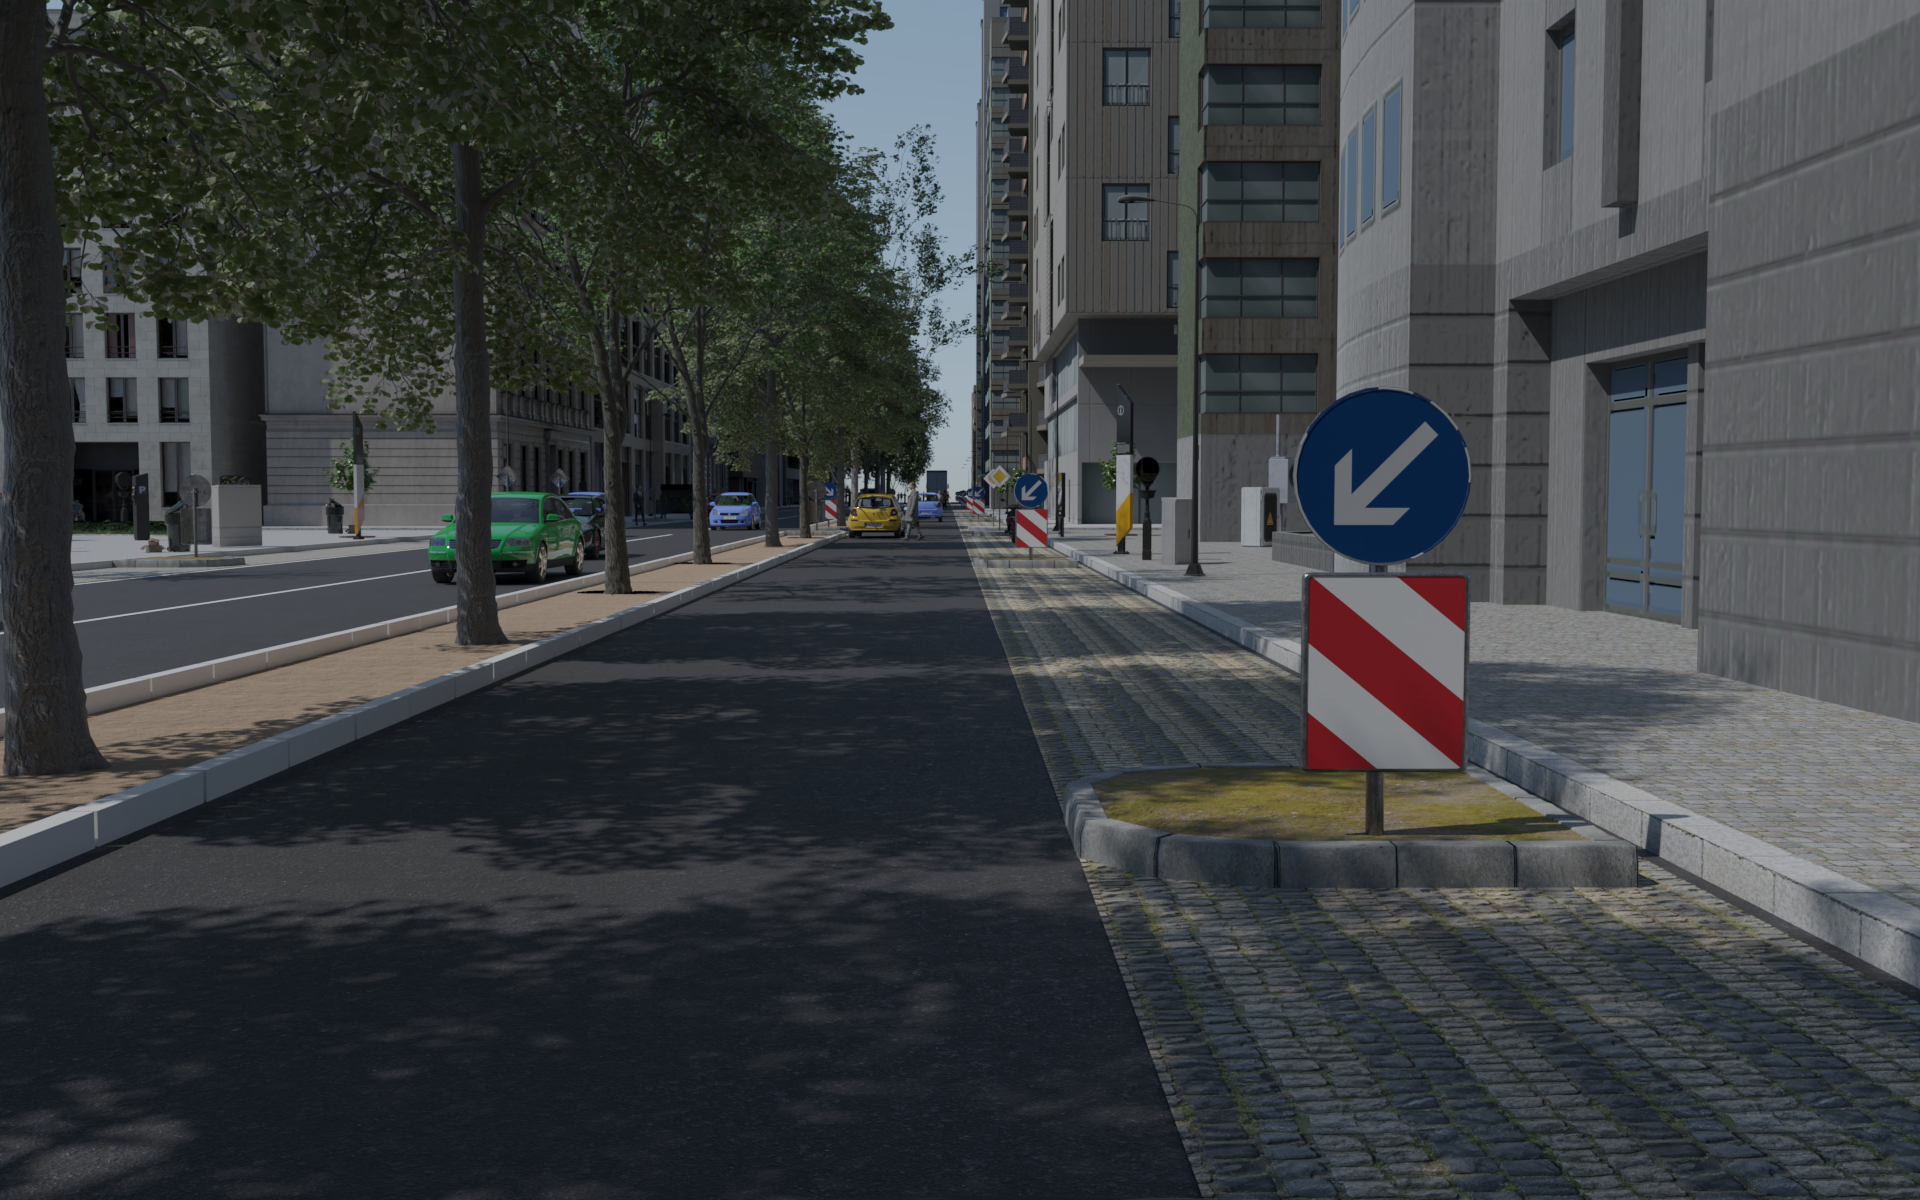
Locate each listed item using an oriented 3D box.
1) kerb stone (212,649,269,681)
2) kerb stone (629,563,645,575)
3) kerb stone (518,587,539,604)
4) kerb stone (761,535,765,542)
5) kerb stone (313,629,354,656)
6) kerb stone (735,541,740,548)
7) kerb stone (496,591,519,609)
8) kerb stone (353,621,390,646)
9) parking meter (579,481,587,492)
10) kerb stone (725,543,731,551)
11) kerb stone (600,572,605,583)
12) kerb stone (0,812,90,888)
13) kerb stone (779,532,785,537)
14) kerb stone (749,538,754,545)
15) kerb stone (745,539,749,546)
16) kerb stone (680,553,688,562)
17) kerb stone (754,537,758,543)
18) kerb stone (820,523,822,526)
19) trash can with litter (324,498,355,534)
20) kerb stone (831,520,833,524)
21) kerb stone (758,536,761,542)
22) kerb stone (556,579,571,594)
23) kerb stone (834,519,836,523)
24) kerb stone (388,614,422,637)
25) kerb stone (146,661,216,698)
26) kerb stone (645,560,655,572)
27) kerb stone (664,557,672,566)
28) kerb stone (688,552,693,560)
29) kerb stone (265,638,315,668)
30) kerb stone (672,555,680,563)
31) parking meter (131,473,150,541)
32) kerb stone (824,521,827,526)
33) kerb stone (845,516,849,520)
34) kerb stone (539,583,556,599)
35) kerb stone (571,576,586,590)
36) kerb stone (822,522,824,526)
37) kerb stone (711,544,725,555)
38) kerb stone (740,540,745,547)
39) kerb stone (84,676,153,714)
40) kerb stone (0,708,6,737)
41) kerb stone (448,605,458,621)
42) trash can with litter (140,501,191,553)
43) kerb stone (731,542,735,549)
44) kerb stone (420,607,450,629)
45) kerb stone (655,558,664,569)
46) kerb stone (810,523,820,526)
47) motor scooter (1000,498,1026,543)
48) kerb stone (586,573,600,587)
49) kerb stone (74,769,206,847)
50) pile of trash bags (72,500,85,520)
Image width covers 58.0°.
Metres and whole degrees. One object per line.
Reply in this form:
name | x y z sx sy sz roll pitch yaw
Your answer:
kerb stone | -5.707 0.525 13.610 0.120 0.150 1.000 0 4 0
kerb stone | -5.841 -0.538 31.062 0.120 0.150 1.000 0 4 0
kerb stone | -5.776 -0.041 22.865 0.120 0.150 1.000 0 4 0
kerb stone | -5.991 -1.793 51.569 0.120 0.150 1.000 0 4 0
kerb stone | -5.729 0.402 15.654 0.120 0.150 1.000 0 4 0
kerb stone | -5.945 -1.417 45.407 0.120 0.150 1.000 0 4 0
kerb stone | -5.773 0.022 21.839 0.120 0.150 1.000 0 4 0
kerb stone | -5.736 0.340 16.677 0.120 0.150 1.000 0 4 0
parking meter | -17.402 -4.540 79.938 0.255 1.863 0.399 -2 4 -33
kerb stone | -5.928 -1.286 43.349 0.120 0.150 1.000 0 4 0
kerb stone | -5.817 -0.354 27.983 0.120 0.150 1.000 0 4 0
kerb stone | -3.555 0.960 6.501 0.120 0.150 1.000 0 4 0
kerb stone | -6.045 -2.236 58.752 0.120 0.150 1.000 0 4 0
kerb stone | -5.967 -1.608 48.483 0.120 0.150 1.000 0 4 0
kerb stone | -5.967 -1.545 47.456 0.120 0.150 1.000 0 4 0
kerb stone | -5.874 -0.855 36.175 0.120 0.150 1.000 0 4 0
kerb stone | -5.976 -1.671 49.510 0.120 0.150 1.000 0 4 0
kerb stone | -6.164 -3.208 74.649 0.120 0.150 1.000 0 4 0
trash can with litter | -19.924 -2.721 55.877 1.055 1.170 0.624 -2 4 -29
kerb stone | -6.214 -3.642 81.848 0.120 0.150 1.000 0 4 0
kerb stone | -5.988 -1.734 50.542 0.120 0.150 1.000 0 4 0
kerb stone | -5.798 -0.166 24.911 0.120 0.150 1.000 0 4 0
kerb stone | -6.228 -3.767 83.900 0.120 0.150 1.000 0 4 0
kerb stone | -5.734 0.275 17.705 0.120 0.150 1.000 0 4 0
kerb stone | -5.699 0.588 12.582 0.120 0.150 1.000 0 4 0
kerb stone | -5.840 -0.605 32.084 0.120 0.150 1.000 0 4 0
kerb stone | -5.868 -0.730 34.128 0.120 0.150 1.000 0 4 0
kerb stone | -5.882 -0.918 37.197 0.120 0.150 1.000 0 4 0
kerb stone | -5.713 0.463 14.632 0.120 0.150 1.000 0 4 0
kerb stone | -5.865 -0.789 35.151 0.120 0.150 1.000 0 4 0
parking meter | -22.642 -2.578 47.855 0.399 1.863 0.255 -3 5 -44
kerb stone | -6.185 -3.397 77.729 0.120 0.150 1.000 0 4 0
kerb stone | -6.339 -4.714 99.267 0.120 0.150 1.000 0 4 0
kerb stone | -5.783 -0.104 23.888 0.120 0.150 1.000 0 4 0
kerb stone | -5.805 -0.229 25.933 0.120 0.150 1.000 0 4 0
kerb stone | -6.168 -3.271 75.671 0.120 0.150 1.000 0 4 0
kerb stone | -5.929 -1.231 42.324 0.120 0.150 1.000 0 4 0
kerb stone | -5.953 -1.480 46.429 0.120 0.150 1.000 0 4 0
kerb stone | -5.693 0.651 11.558 0.120 0.150 1.000 0 4 0
kerb stone | -5.681 0.716 10.525 0.120 0.150 1.000 0 4 0
kerb stone | -5.754 0.149 19.780 0.120 0.150 1.000 0 4 0
trash can with litter | -17.441 -1.636 38.141 1.055 1.170 0.624 -3 4 -39
kerb stone | -5.941 -1.356 44.371 0.120 0.150 1.000 0 4 0
kerb stone | -5.751 0.215 18.741 0.120 0.150 1.000 0 4 0
kerb stone | -5.853 -0.667 33.106 0.120 0.150 1.000 0 4 0
kerb stone | -6.157 -3.145 73.624 0.120 0.150 1.000 0 4 0
motor scooter | 1.598 -2.329 50.854 0.815 1.314 1.986 0 4 0
kerb stone | -5.805 -0.291 26.955 0.120 0.150 1.000 0 4 0
kerb stone | -3.565 0.900 7.530 0.120 0.150 1.000 0 4 0
pile of trash bags | -31.080 -2.960 58.147 3.447 1.369 1.912 0 4 4
